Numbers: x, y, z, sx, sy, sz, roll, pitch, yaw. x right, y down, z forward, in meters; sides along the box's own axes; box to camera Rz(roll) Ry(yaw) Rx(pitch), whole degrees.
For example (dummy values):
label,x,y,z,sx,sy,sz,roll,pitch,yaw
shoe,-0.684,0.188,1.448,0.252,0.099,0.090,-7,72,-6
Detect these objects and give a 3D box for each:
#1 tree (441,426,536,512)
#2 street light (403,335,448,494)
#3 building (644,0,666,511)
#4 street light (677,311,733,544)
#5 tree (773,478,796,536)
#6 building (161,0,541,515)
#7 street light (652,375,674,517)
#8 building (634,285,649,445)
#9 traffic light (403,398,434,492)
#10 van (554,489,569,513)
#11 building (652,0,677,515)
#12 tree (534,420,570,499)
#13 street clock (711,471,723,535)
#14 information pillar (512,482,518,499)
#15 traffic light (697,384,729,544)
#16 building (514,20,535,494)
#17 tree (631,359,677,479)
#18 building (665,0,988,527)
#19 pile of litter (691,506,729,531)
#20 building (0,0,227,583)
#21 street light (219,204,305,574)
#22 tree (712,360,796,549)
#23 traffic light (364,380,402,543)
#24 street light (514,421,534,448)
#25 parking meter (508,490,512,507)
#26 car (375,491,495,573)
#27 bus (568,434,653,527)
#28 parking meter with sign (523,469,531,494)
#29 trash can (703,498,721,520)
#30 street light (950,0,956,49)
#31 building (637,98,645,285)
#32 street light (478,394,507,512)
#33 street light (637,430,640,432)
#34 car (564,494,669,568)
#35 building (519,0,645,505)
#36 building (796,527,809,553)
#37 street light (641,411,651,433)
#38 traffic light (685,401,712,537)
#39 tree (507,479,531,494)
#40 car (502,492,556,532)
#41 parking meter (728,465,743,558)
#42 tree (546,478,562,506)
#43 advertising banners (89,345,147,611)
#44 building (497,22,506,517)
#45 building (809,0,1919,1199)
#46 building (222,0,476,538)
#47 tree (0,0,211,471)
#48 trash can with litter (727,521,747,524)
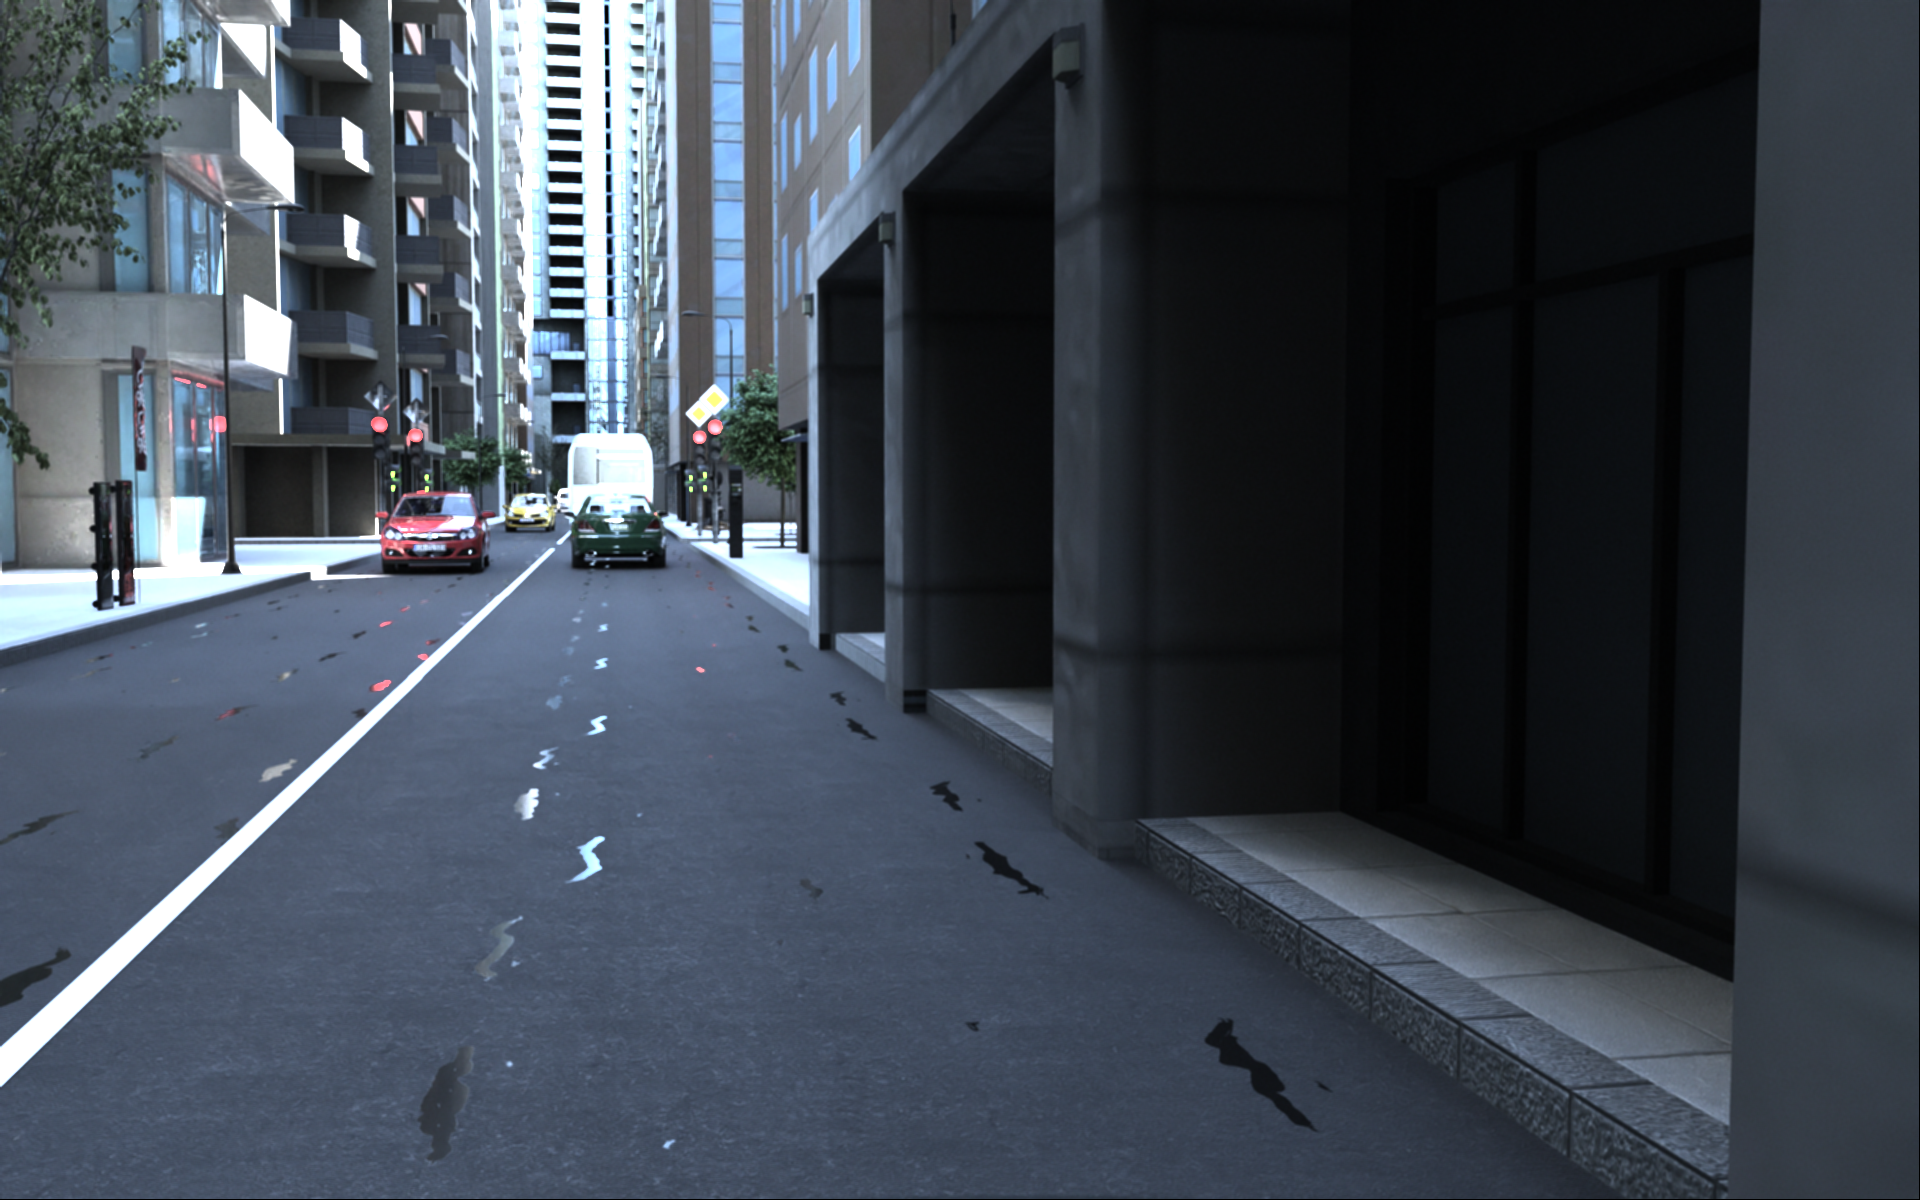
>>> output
label,x,y,z,sx,sy,sz,roll,pitch,yaw
tree,-23.474,-6.083,83.165,4.285,4.588,4.351,0,3,0
street light,-15.678,-4.782,50.727,1.470,5.913,1.316,-1,4,-11
building,-17.739,-27.741,137.164,14.154,41.232,14.086,-1,4,-11
street light,-6.382,-4.390,44.317,1.470,5.913,1.316,-1,4,-11
tree,-5.351,-3.624,53.855,1.663,3.219,1.824,0,3,0
building,-45.860,-31.607,136.382,23.786,49.044,30.456,-1,4,-11
street light,-11.168,-5.820,67.699,1.470,5.913,1.316,-1,4,-11
building,-15.822,-19.272,160.134,27.650,21.520,28.899,-1,4,-11
traffic light,-15.819,-3.770,50.566,0.839,4.253,0.868,-1,4,-11
van,-30.395,-7.783,134.258,2.013,2.044,4.112,-1,4,-12
building,-8.469,-30.149,112.542,23.786,49.044,30.456,-1,4,-11
tree,-41.139,-13.681,174.041,4.360,8.622,3.978,0,3,0
street clock,-7.585,-3.011,53.803,0.358,2.002,0.471,-3,5,-39
information pillar,-26.347,-6.002,102.623,0.304,2.012,0.304,0,4,-3
traffic light,-6.294,-3.390,44.347,0.839,4.253,0.868,-1,4,-11
building,-46.938,-31.173,159.786,14.600,45.320,14.200,-1,4,-11
tree,-15.248,-8.715,92.851,4.360,8.622,3.978,0,3,0
building,-6.758,-26.423,82.123,14.600,45.320,14.200,-1,4,-11
pile of litter,-8.596,-2.879,61.030,1.719,0.858,1.176,2,4,24
building,-27.289,-24.848,25.871,30.456,49.044,23.786,-1,4,-11
street light,-11.186,-3.379,27.781,1.470,5.913,1.316,-1,4,-11
tree,-4.214,-3.513,41.156,4.285,4.588,4.351,0,3,0
traffic light,-14.243,-3.292,42.737,0.839,4.253,0.868,-1,4,-11
street light,-27.612,-8.379,109.533,1.470,5.913,1.316,-1,4,-11
parking meter,-29.871,-6.709,115.409,0.399,1.863,0.255,1,4,19
car,-9.917,-1.458,32.887,2.155,1.783,4.494,-1,4,-13
bus,-11.995,-3.972,59.796,2.948,3.499,13.247,-1,4,-11
parking meter with sign,-30.206,-7.558,119.830,0.543,3.016,1.738,-2,4,-30
trash can,-9.654,-3.419,67.547,0.748,1.137,0.748,0,3,0
street light,-0.594,-2.608,15.181,1.470,5.913,1.316,-1,4,-11
building,-28.734,-33.248,193.709,14.600,45.320,14.200,-1,4,-11
street light,-21.684,-6.588,80.262,1.470,5.913,1.316,-1,4,-11
street light,-22.831,-9.375,125.825,1.470,5.913,1.316,-1,4,-11
car,-6.981,-1.435,35.268,2.131,1.459,4.920,-1,4,-12
building,-45.931,-55.231,215.695,31.000,86.520,22.319,-1,4,-11
building,4.108,-23.345,31.805,14.600,45.320,14.200,-1,4,-11
street light,-16.985,-7.606,96.902,1.470,5.913,1.316,-1,4,-11
traffic light,-7.870,-3.869,52.176,0.839,4.253,0.868,-1,4,-11
tree,-29.123,-7.301,113.978,1.663,3.219,1.824,0,3,0
car,-16.530,-3.451,66.643,2.015,1.641,3.980,-1,4,-10
parking meter,-4.494,-1.774,34.710,0.255,1.863,0.399,-1,4,-12
tree,-45.498,-12.321,196.044,1.663,3.219,1.824,0,3,0
advertising banners,-9.609,-1.448,19.869,0.090,3.025,2.074,-1,4,-9
building,-31.772,-24.895,90.635,14.154,41.232,14.086,-1,4,-11
building,10.578,-34.752,6.448,20.563,71.187,20.611,-1,4,-11
building,-29.410,-24.854,60.992,22.147,44.769,28.867,-1,4,-11
tree,-9.620,-4.041,16.426,4.737,8.622,4.395,0,3,0
trash can with litter,-10.049,-3.859,74.157,2.233,1.210,1.678,-1,4,-22
